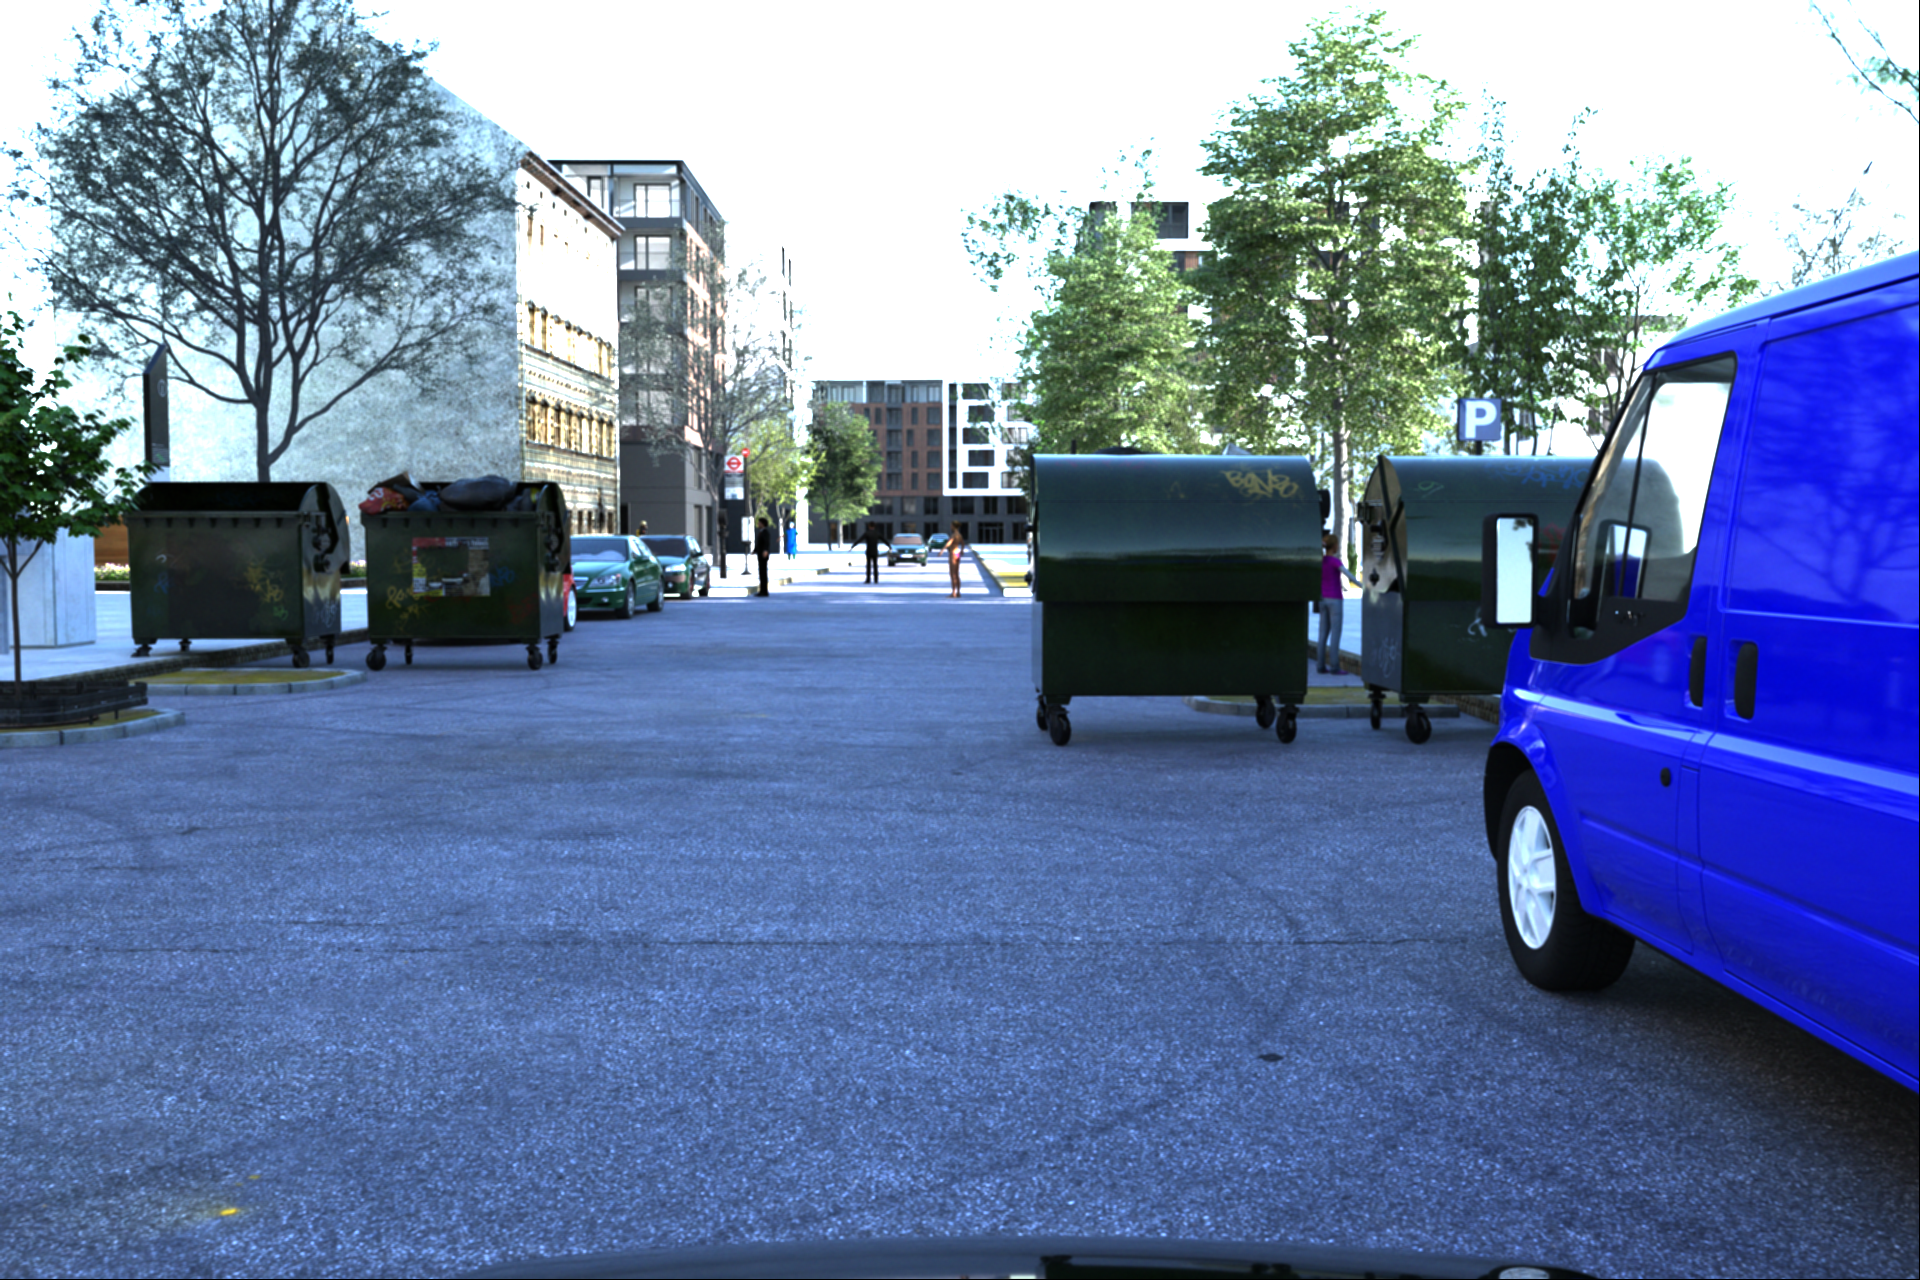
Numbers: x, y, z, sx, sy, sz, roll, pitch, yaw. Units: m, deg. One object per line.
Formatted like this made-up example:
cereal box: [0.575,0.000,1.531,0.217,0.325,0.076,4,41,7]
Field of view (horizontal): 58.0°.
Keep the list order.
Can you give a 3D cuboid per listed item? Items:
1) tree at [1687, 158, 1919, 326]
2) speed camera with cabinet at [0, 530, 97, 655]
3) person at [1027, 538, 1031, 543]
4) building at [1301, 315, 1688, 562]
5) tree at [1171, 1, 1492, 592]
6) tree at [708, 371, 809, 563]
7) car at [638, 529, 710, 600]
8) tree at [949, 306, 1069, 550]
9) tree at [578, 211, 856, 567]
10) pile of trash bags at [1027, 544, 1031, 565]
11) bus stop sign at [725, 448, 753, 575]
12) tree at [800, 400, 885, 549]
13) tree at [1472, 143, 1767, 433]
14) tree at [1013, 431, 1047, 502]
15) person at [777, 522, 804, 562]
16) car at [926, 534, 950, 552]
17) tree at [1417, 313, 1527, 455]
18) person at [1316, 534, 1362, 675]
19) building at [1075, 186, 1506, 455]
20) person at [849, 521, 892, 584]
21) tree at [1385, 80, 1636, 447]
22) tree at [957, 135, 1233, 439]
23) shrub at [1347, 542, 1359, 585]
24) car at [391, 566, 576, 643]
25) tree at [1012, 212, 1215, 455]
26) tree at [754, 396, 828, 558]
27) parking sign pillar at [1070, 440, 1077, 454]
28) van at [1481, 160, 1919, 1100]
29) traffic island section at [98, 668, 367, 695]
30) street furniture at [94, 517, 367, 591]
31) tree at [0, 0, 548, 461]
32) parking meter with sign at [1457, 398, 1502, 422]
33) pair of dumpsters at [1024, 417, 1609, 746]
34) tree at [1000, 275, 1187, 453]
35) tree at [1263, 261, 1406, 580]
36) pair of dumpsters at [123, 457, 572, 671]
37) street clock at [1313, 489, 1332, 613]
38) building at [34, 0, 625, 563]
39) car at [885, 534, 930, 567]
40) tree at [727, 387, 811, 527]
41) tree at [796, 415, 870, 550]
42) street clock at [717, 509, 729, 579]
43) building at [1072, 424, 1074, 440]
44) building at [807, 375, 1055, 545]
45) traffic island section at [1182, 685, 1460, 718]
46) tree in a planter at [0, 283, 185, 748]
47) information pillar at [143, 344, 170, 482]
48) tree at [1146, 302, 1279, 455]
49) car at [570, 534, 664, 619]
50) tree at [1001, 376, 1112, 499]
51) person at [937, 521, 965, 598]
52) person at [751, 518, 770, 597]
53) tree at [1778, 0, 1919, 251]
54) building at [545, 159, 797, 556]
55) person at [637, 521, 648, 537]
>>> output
tree: [28.234,-8.960,56.873,12.009,13.543,11.850,0,3,0]
speed camera with cabinet: [-10.386,-1.521,19.204,0.660,3.252,2.038,0,4,0]
person: [3.391,-4.003,71.590,1.345,1.843,0.704,-2,4,-30]
building: [23.159,-8.455,80.386,9.099,9.664,28.070,0,4,0]
tree: [8.078,-7.316,37.739,7.486,12.596,7.792,0,3,0]
tree: [-9.406,-7.702,76.292,4.360,8.622,3.978,0,3,0]
car: [-6.660,-1.767,38.684,2.009,1.686,4.222,0,3,0]
tree: [5.260,-17.608,143.774,12.611,20.169,13.585,0,3,0]
tree: [-9.484,-9.564,66.734,12.009,13.543,11.850,0,3,0]
pile of trash bags: [2.983,-2.630,52.752,1.912,1.369,3.447,0,4,-2]
bus stop sign: [-6.886,-3.991,53.952,0.855,3.939,0.416,0,4,1]
tree: [-10.115,-14.004,147.087,7.486,12.596,7.792,0,3,0]
tree: [17.488,-7.382,46.445,9.928,11.665,9.643,0,3,0]
tree: [5.517,-10.520,122.372,4.737,8.622,4.395,0,3,0]
person: [-7.792,-4.513,79.919,1.347,1.817,0.704,1,4,14]
car: [-1.636,-7.816,139.582,2.131,1.459,4.920,0,4,-1]
tree: [17.087,-6.486,56.413,4.360,8.622,3.978,0,3,0]
person: [3.829,-0.365,17.698,0.599,1.433,0.991,-2,4,-34]
building: [21.546,-16.776,118.269,27.936,21.610,32.646,0,3,0]
person: [-2.564,-2.539,50.195,1.346,1.802,0.704,-1,4,-23]
tree: [9.079,-4.755,28.110,4.737,8.622,4.395,0,3,0]
tree: [6.534,-13.843,82.230,12.611,20.169,13.585,0,3,0]
shrub: [9.586,-1.985,43.576,1.383,1.207,1.383,0,3,0]
car: [-6.590,-0.919,24.072,2.155,1.783,4.494,0,4,0]
tree: [5.692,-8.740,61.028,7.486,12.596,7.792,0,3,0]
tree: [-9.341,-8.619,91.287,4.737,8.622,4.395,0,3,0]
parking sign pillar: [3.383,-3.772,50.148,1.447,3.967,1.447,0,4,0]
van: [2.725,0.041,3.713,2.240,2.365,5.245,0,4,-1]
traffic island section: [-6.769,0.397,16.380,1.991,0.108,1.994,0,3,0]
street furniture: [-17.487,-2.067,40.646,11.010,1.723,9.812,0,4,7]
tree: [-12.788,-7.428,31.817,12.009,13.543,11.850,0,3,0]
parking meter with sign: [6.672,-1.543,21.492,0.543,3.016,1.738,0,4,0]
pair of dumpsters: [2.666,-0.447,12.257,4.436,2.255,1.574,0,4,-1]
tree: [5.447,-8.818,69.935,9.928,11.665,9.643,0,3,0]
tree: [10.769,-5.852,46.040,4.360,8.622,3.978,0,3,0]
pair of dumpsters: [-6.514,-0.833,18.575,4.436,2.255,1.574,0,3,0]
street clock: [5.845,-1.439,28.095,0.358,2.002,0.471,0,4,0]
building: [-26.408,-15.052,77.027,19.493,23.208,18.063,0,4,1]
car: [-2.335,-4.135,77.392,2.009,1.686,4.222,0,4,0]
tree: [-9.596,-8.261,85.430,4.737,8.622,4.395,0,3,0]
tree: [-10.469,-12.284,135.258,7.601,10.594,8.767,1,4,19]
street clock: [-6.817,-2.768,49.834,0.358,2.002,0.471,0,4,2]
building: [24.130,-20.449,178.313,27.936,21.610,32.646,0,4,0]
building: [-2.860,-23.856,236.480,32.646,21.610,27.936,0,4,6]
traffic island section: [2.900,0.511,14.506,1.991,0.108,1.994,0,4,0]
tree in a planter: [-6.841,-0.934,12.488,1.991,3.239,1.994,0,4,1]
information pillar: [-9.806,-1.826,21.202,0.183,3.616,0.504,0,4,1]
tree: [7.740,-6.318,53.663,4.360,8.622,3.978,0,3,0]
car: [-6.439,-1.156,30.695,2.131,1.459,4.920,0,4,0]
tree: [5.790,-9.833,95.178,7.601,10.594,8.767,-1,4,-10]
person: [-0.189,-1.820,39.010,0.721,1.733,1.217,2,4,26]
person: [-4.554,-1.904,39.769,0.705,1.806,1.347,-1,4,-19]
tree: [8.761,-3.790,12.324,4.360,8.622,3.978,0,3,0]
building: [-25.768,-16.329,110.958,27.936,21.610,32.646,0,4,-1]
person: [-14.018,-4.346,76.837,0.705,1.856,1.354,-2,4,-25]
